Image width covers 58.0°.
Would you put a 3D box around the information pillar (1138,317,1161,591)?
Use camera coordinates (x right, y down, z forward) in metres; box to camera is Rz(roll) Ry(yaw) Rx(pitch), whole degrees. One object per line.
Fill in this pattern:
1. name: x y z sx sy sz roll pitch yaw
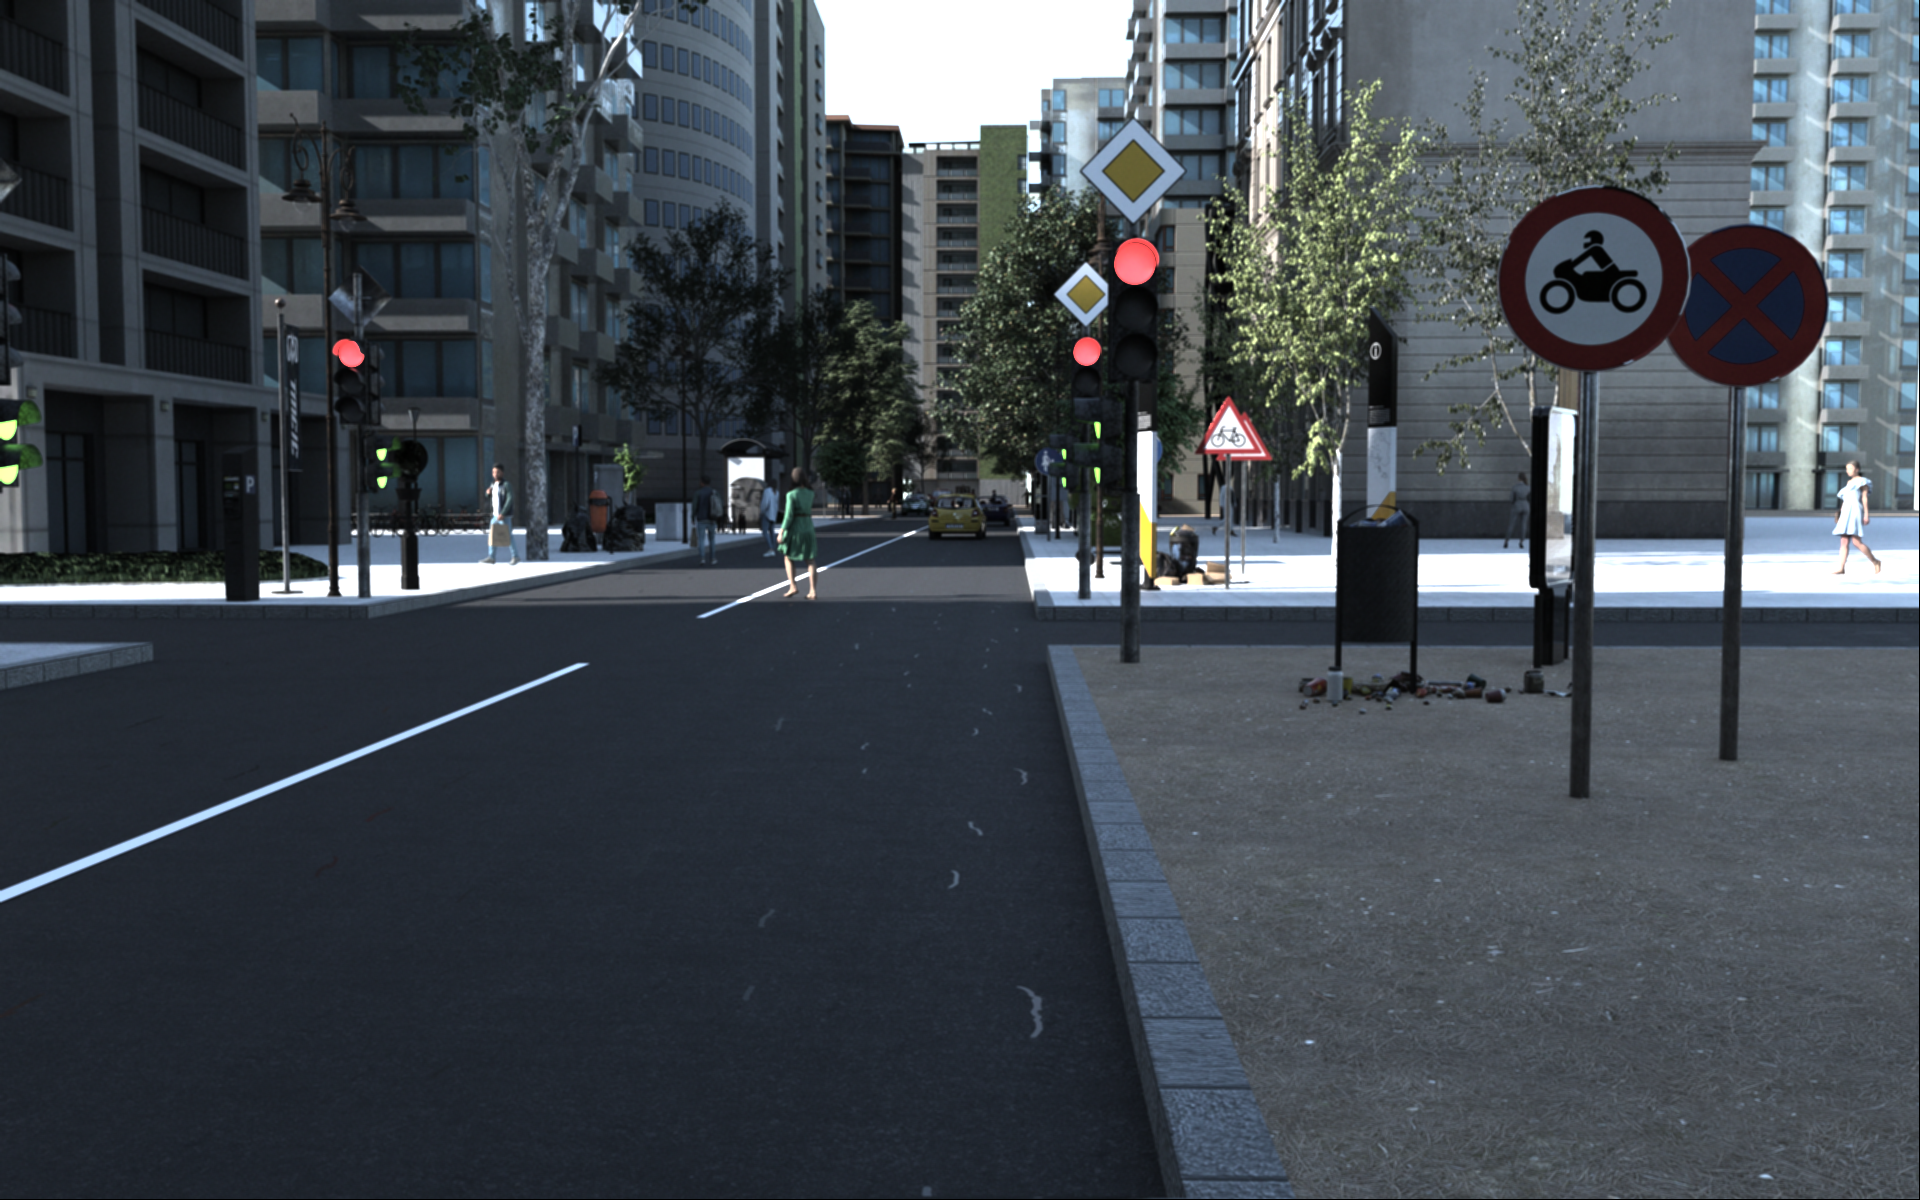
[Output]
1. information pillar: 2.503 -1.944 23.141 0.183 3.616 0.504 -1 4 -19

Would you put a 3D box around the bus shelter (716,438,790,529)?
1. bus shelter: -7.804 -4.402 65.900 2.014 3.302 5.546 0 4 2

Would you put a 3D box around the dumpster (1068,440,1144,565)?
1. dumpster: 2.770 -1.800 31.928 1.502 2.255 1.985 0 4 1

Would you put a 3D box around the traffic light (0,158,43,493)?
1. traffic light: -7.579 -1.493 13.331 0.839 4.253 0.868 0 4 2

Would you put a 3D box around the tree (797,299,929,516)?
1. tree: -5.688 -11.229 101.727 7.486 12.596 7.792 0 3 0

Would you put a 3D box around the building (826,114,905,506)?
1. building: -20.830 -33.337 199.683 28.867 44.769 22.147 0 4 2

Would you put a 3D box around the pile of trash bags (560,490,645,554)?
1. pile of trash bags: -7.979 -1.758 38.493 1.912 1.369 3.447 -1 4 -11

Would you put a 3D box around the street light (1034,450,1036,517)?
1. street light: 4.149 -7.525 95.828 0.468 5.910 1.993 0 4 2

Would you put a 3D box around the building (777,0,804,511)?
1. building: -19.739 -27.407 131.705 14.154 41.232 14.086 0 4 2

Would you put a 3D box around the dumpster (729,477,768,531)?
1. dumpster: -7.352 -3.355 60.613 1.264 1.857 1.865 0 4 2

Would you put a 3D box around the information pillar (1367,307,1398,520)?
1. information pillar: 5.237 -1.846 21.538 0.183 3.616 0.504 -1 4 -23

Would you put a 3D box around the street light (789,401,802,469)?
1. street light: -6.470 -5.818 67.905 0.468 5.910 1.993 0 4 2

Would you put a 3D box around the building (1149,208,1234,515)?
1. building: 26.327 -16.761 119.079 27.650 21.520 28.899 0 4 2

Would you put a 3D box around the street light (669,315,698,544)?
1. street light: -7.135 -4.404 44.791 0.468 5.910 1.993 0 4 2

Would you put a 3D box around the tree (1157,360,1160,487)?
1. tree: 8.951 -7.780 77.561 4.737 8.622 4.395 0 3 0

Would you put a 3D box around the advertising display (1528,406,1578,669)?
1. advertising display: 4.478 -0.480 13.061 0.123 1.923 0.974 2 4 32

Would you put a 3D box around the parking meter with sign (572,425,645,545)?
1. parking meter with sign: -8.920 -2.925 44.088 1.738 3.016 0.543 -2 4 -29

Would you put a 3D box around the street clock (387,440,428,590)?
1. street clock: -7.385 -1.140 23.203 0.471 2.002 0.358 -3 5 -41

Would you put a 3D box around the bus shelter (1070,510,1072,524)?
1. bus shelter: 5.179 -4.954 72.285 1.731 3.624 6.357 0 4 2

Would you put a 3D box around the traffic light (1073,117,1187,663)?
1. traffic light: 1.279 -1.479 13.096 0.839 4.253 0.868 0 4 2

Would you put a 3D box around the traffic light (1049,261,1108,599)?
1. traffic light: 1.506 -1.967 21.077 0.839 4.253 0.868 0 4 2

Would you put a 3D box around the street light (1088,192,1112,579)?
1. street light: 2.120 -3.262 26.128 0.468 5.910 1.993 0 4 2

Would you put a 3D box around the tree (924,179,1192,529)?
1. tree: 3.570 -8.940 63.173 9.611 12.733 9.660 0 3 0

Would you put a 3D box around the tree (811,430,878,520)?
1. tree: -5.841 -6.356 87.636 4.285 4.588 4.351 0 3 0

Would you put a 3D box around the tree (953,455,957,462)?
1. tree: -3.944 -14.516 171.753 7.601 10.594 8.767 -1 4 -11

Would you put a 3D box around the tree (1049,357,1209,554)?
1. tree: 3.638 -3.280 37.343 4.285 4.588 4.351 0 3 0

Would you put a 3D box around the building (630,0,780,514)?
1. building: -23.946 -34.751 110.179 21.231 58.520 28.212 0 4 2

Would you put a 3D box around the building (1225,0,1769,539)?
1. building: 16.858 -16.113 60.707 12.463 27.353 25.104 0 4 2

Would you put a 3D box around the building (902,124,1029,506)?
1. building: 0.631 -31.269 194.846 14.086 41.232 14.154 0 4 2

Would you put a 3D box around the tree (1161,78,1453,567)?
1. tree: 6.398 -4.890 30.308 4.737 8.622 4.395 0 3 0

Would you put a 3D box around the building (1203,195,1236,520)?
1. building: 20.713 -13.463 87.567 16.820 18.784 16.811 0 4 2

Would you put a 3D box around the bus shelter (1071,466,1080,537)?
1. bus shelter: 4.302 -4.570 52.357 2.179 5.291 8.768 0 4 2

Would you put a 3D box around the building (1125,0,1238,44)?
1. building: 25.645 -32.311 147.892 23.786 49.044 30.456 0 4 2

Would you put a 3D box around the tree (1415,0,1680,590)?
1. tree: 7.732 -4.453 23.163 4.360 8.622 3.978 0 3 0

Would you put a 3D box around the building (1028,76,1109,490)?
1. building: 23.024 -35.412 198.589 30.456 49.044 23.786 0 4 2

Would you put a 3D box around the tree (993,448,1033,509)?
1. tree: 6.721 -14.296 168.144 7.601 10.594 8.767 -2 4 -35

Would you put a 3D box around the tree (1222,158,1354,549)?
1. tree: 8.039 -5.321 37.356 4.360 8.622 3.978 0 3 0

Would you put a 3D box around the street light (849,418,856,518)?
1. street light: -5.709 -7.256 91.415 0.468 5.910 1.993 0 4 2

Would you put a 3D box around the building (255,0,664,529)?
1. building: -26.418 -27.807 74.257 23.786 49.044 30.456 0 4 2

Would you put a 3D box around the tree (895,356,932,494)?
1. tree: -6.538 -8.625 75.433 7.601 10.594 8.767 1 4 22

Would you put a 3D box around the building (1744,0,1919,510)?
1. building: 65.592 -32.460 150.329 30.456 49.044 23.786 0 4 2

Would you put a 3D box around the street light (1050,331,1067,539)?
1. street light: 2.789 -4.676 49.242 0.468 5.910 1.993 0 4 2

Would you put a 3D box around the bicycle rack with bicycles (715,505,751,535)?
1. bicycle rack with bicycles: -8.039 -2.594 55.789 2.852 0.926 2.925 0 4 -8

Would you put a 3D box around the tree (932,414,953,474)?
1. tree: -5.372 -11.647 124.840 7.601 10.594 8.767 1 4 13

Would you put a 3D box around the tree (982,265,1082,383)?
1. tree: 4.799 -10.804 87.020 12.009 13.543 11.850 0 3 0

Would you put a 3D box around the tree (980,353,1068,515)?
1. tree: 5.492 -12.395 120.782 7.486 12.596 7.792 0 3 0

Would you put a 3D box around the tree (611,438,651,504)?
1. tree: -11.700 -4.012 60.191 1.663 3.219 1.824 0 3 0

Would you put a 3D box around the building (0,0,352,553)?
1. building: -25.945 -36.686 38.070 20.563 71.187 20.611 0 4 2

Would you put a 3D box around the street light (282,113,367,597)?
1. street light: -7.856 -2.984 21.571 0.468 5.910 1.993 0 4 2

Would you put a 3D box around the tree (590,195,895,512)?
1. tree: -7.713 -7.276 53.376 7.601 10.594 8.767 -3 4 -37

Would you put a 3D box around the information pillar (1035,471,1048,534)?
1. information pillar: 2.610 -3.125 55.585 0.304 2.012 0.304 -3 5 -41

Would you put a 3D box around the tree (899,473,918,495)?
1. tree: -4.919 -10.124 160.121 1.663 3.219 1.824 0 3 0

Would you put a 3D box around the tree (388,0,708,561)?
1. tree: -6.961 -10.882 33.803 12.611 20.169 13.585 0 3 0

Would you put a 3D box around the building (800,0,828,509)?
1. building: -23.445 -32.416 153.695 21.600 48.544 21.300 0 4 2
